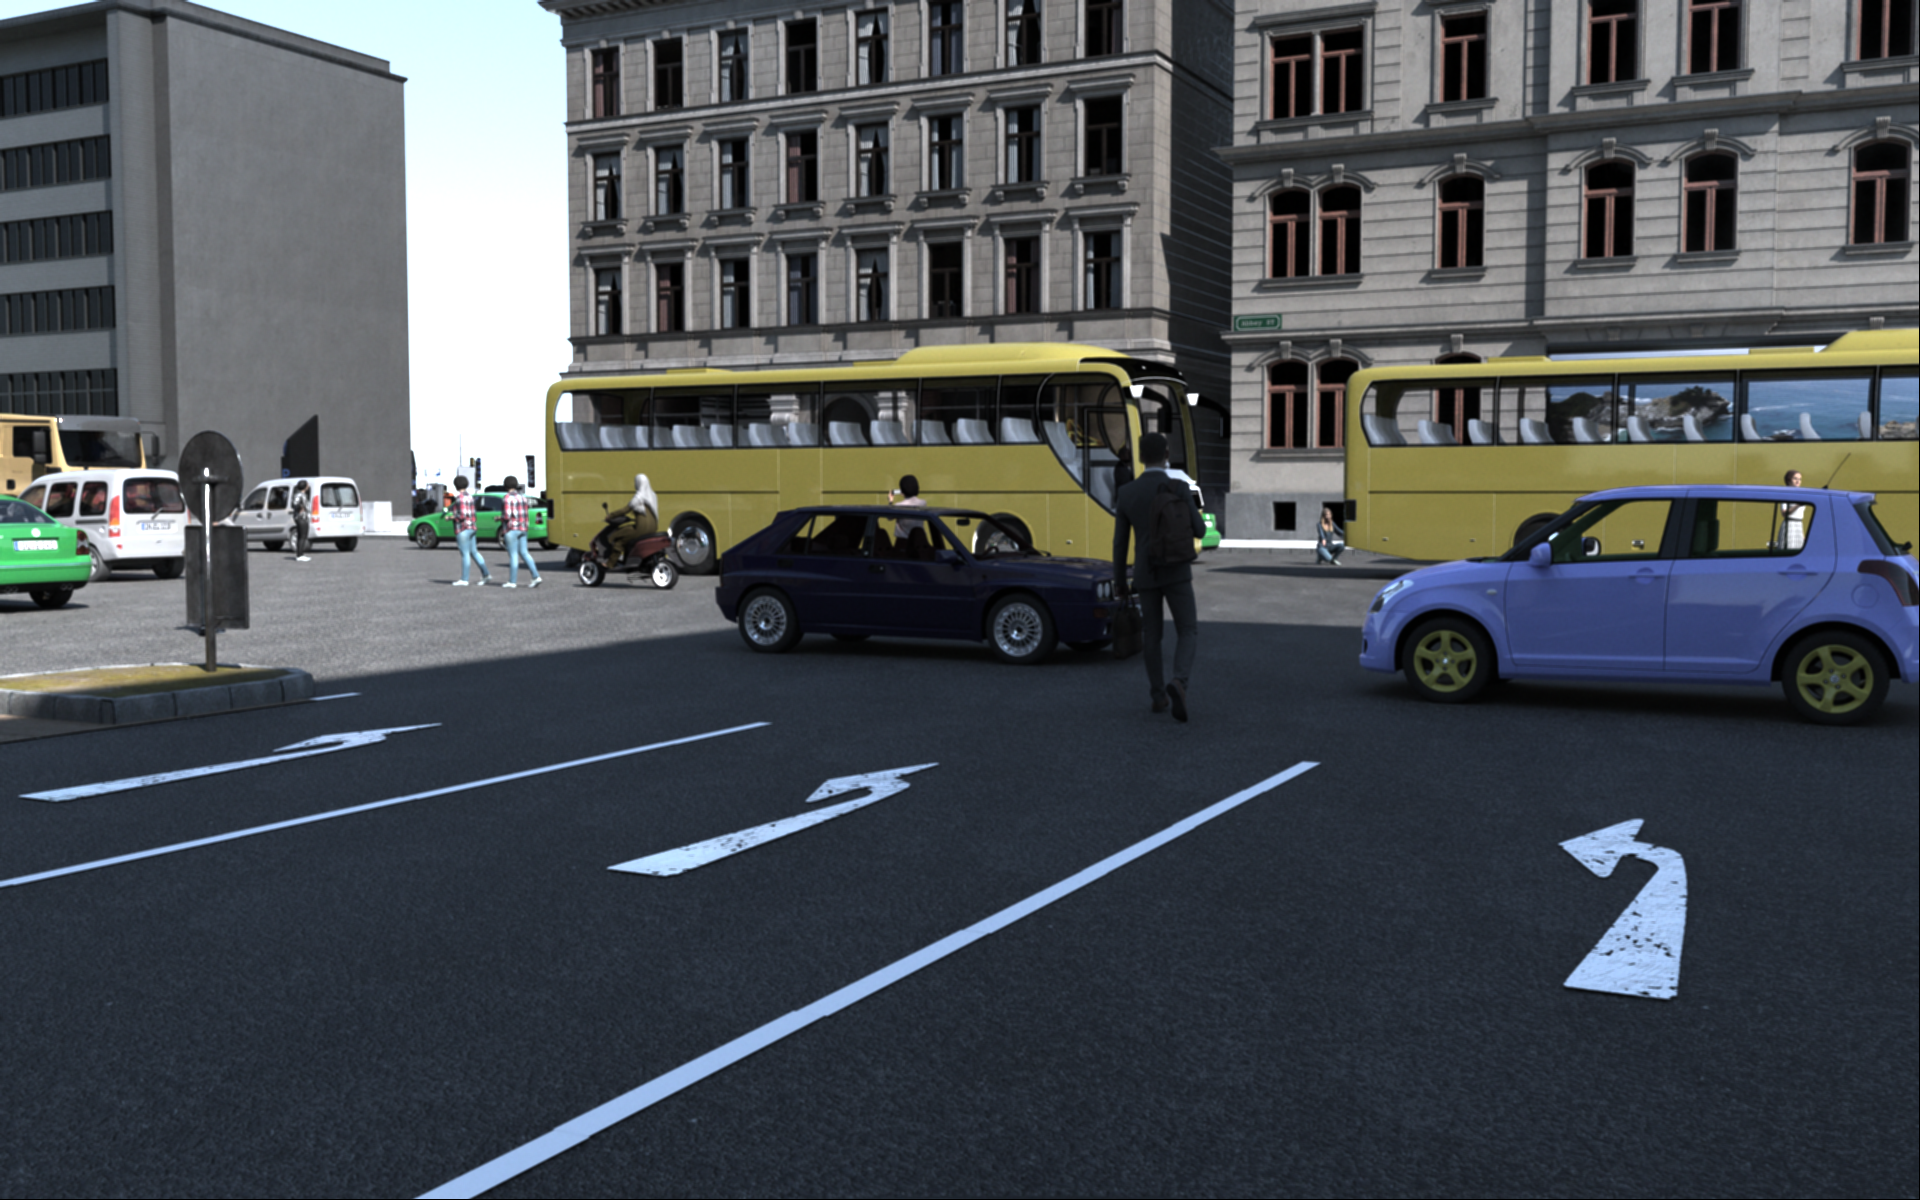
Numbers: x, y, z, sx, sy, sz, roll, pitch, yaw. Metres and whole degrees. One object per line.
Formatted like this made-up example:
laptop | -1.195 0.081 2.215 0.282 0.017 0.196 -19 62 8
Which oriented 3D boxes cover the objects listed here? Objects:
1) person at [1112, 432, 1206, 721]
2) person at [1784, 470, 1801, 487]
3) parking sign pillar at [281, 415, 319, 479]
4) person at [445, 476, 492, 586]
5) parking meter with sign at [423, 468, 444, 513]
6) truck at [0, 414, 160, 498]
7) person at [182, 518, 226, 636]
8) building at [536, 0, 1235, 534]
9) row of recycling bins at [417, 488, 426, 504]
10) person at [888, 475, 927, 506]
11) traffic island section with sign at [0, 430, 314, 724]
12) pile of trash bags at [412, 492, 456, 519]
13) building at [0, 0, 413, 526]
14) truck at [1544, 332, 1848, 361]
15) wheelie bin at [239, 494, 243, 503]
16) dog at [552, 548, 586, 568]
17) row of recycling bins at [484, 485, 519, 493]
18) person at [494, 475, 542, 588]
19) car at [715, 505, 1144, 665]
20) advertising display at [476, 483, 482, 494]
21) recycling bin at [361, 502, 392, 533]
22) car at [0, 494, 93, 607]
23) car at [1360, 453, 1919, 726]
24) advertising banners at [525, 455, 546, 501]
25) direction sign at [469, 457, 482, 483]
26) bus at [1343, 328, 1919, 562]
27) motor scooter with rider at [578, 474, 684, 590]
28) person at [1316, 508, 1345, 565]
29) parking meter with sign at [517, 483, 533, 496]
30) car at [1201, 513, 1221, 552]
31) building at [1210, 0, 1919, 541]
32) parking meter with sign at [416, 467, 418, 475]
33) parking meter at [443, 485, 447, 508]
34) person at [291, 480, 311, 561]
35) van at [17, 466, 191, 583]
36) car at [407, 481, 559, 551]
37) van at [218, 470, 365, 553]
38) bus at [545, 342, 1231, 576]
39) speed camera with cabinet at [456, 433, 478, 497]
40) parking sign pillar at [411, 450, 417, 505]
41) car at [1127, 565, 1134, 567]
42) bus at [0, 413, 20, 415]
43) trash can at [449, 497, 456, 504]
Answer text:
person | 1.281 -0.166 11.182 0.622 1.834 0.822 1 4 13
person | 11.221 -0.866 23.223 0.480 1.755 0.524 -3 4 -36
parking sign pillar | -22.256 -4.279 58.441 1.447 3.967 1.447 2 4 24
person | -7.711 -1.089 27.139 0.643 1.720 0.563 0 4 5
parking meter with sign | -35.553 -7.451 118.088 1.738 3.016 0.543 0 4 0
truck | -24.134 -2.911 43.513 9.791 3.379 3.469 2 4 25
person | -7.659 -0.297 17.631 0.475 1.303 0.640 -1 4 -17
building | -10.137 -12.908 61.963 40.483 20.767 10.553 2 4 27
row of recycling bins | -37.572 -6.780 117.960 1.069 1.692 3.534 1 4 19
person | -0.616 -0.596 19.703 0.517 1.644 0.566 1 4 14
traffic island section with sign | -5.672 -0.234 11.970 2.006 1.907 1.989 2 4 27
pile of trash bags | -27.801 -4.925 90.283 3.447 1.369 1.912 1 4 19
building | -41.700 -15.933 79.578 30.058 24.678 14.314 2 4 27
truck | 16.395 -2.561 30.779 11.283 4.237 2.839 2 4 26
wheelie bin | -26.984 -3.440 64.156 0.693 1.594 0.980 -1 4 -10
dog | -7.583 -1.039 33.827 0.800 0.831 0.513 -1 4 -12
row of recycling bins | -20.528 -4.322 77.775 1.069 1.692 3.534 0 4 0
person | -6.777 -1.049 26.494 0.643 1.720 0.563 2 4 24
car | -0.214 -0.192 15.721 3.894 1.354 1.945 2 4 26
advertising display | -27.639 -5.728 98.869 0.123 1.923 0.974 1 4 19
recycling bin | -19.252 -2.725 57.110 0.722 1.027 0.722 2 4 27
car | -13.087 -0.802 21.908 4.718 1.807 1.959 2 4 28
car | 4.664 -0.145 11.968 3.694 1.707 1.945 2 4 29
advertising banners | -18.549 -4.974 77.515 2.074 3.025 0.090 -3 5 -44
direction sign | -29.830 -7.016 106.704 0.379 3.537 0.876 2 4 35
bus | 12.416 -2.187 27.303 12.252 3.916 2.896 2 4 26
motor scooter with rider | -4.989 -1.060 26.293 1.986 1.779 0.876 2 4 29
person | 7.593 -1.290 35.096 1.012 1.151 0.738 -1 4 -21
parking meter with sign | -30.802 -7.650 121.346 1.738 3.016 0.543 -1 4 -23
car | 3.088 -1.688 36.397 4.718 1.807 1.959 2 4 28
building | 20.151 -15.946 48.102 23.554 28.519 14.401 2 4 27
parking meter with sign | -35.768 -7.034 111.262 1.738 3.016 0.543 0 4 4
parking meter | -32.361 -6.313 108.922 0.255 1.863 0.399 -1 4 -17
person | -14.198 -1.718 37.312 0.376 1.734 0.841 -1 4 -21
van | -14.951 -1.365 29.330 4.112 2.044 2.013 2 4 27
car | -12.183 -2.202 44.797 4.718 1.807 1.959 2 4 26
van | -16.876 -2.221 43.319 4.112 2.044 2.013 2 4 29
bus | -1.632 -2.352 30.003 12.252 3.916 2.896 2 4 27
speed camera with cabinet | -15.841 -3.746 55.584 0.660 3.252 2.038 -1 4 -14
parking sign pillar | -33.391 -7.158 105.504 1.447 3.967 1.447 -2 4 -24
car | 1.551 -1.362 32.060 4.222 1.686 2.009 2 4 28
bus | -32.305 -3.846 54.424 12.252 3.916 2.896 2 4 26
trash can | -23.002 -4.139 79.329 0.748 1.137 0.748 0 3 0
